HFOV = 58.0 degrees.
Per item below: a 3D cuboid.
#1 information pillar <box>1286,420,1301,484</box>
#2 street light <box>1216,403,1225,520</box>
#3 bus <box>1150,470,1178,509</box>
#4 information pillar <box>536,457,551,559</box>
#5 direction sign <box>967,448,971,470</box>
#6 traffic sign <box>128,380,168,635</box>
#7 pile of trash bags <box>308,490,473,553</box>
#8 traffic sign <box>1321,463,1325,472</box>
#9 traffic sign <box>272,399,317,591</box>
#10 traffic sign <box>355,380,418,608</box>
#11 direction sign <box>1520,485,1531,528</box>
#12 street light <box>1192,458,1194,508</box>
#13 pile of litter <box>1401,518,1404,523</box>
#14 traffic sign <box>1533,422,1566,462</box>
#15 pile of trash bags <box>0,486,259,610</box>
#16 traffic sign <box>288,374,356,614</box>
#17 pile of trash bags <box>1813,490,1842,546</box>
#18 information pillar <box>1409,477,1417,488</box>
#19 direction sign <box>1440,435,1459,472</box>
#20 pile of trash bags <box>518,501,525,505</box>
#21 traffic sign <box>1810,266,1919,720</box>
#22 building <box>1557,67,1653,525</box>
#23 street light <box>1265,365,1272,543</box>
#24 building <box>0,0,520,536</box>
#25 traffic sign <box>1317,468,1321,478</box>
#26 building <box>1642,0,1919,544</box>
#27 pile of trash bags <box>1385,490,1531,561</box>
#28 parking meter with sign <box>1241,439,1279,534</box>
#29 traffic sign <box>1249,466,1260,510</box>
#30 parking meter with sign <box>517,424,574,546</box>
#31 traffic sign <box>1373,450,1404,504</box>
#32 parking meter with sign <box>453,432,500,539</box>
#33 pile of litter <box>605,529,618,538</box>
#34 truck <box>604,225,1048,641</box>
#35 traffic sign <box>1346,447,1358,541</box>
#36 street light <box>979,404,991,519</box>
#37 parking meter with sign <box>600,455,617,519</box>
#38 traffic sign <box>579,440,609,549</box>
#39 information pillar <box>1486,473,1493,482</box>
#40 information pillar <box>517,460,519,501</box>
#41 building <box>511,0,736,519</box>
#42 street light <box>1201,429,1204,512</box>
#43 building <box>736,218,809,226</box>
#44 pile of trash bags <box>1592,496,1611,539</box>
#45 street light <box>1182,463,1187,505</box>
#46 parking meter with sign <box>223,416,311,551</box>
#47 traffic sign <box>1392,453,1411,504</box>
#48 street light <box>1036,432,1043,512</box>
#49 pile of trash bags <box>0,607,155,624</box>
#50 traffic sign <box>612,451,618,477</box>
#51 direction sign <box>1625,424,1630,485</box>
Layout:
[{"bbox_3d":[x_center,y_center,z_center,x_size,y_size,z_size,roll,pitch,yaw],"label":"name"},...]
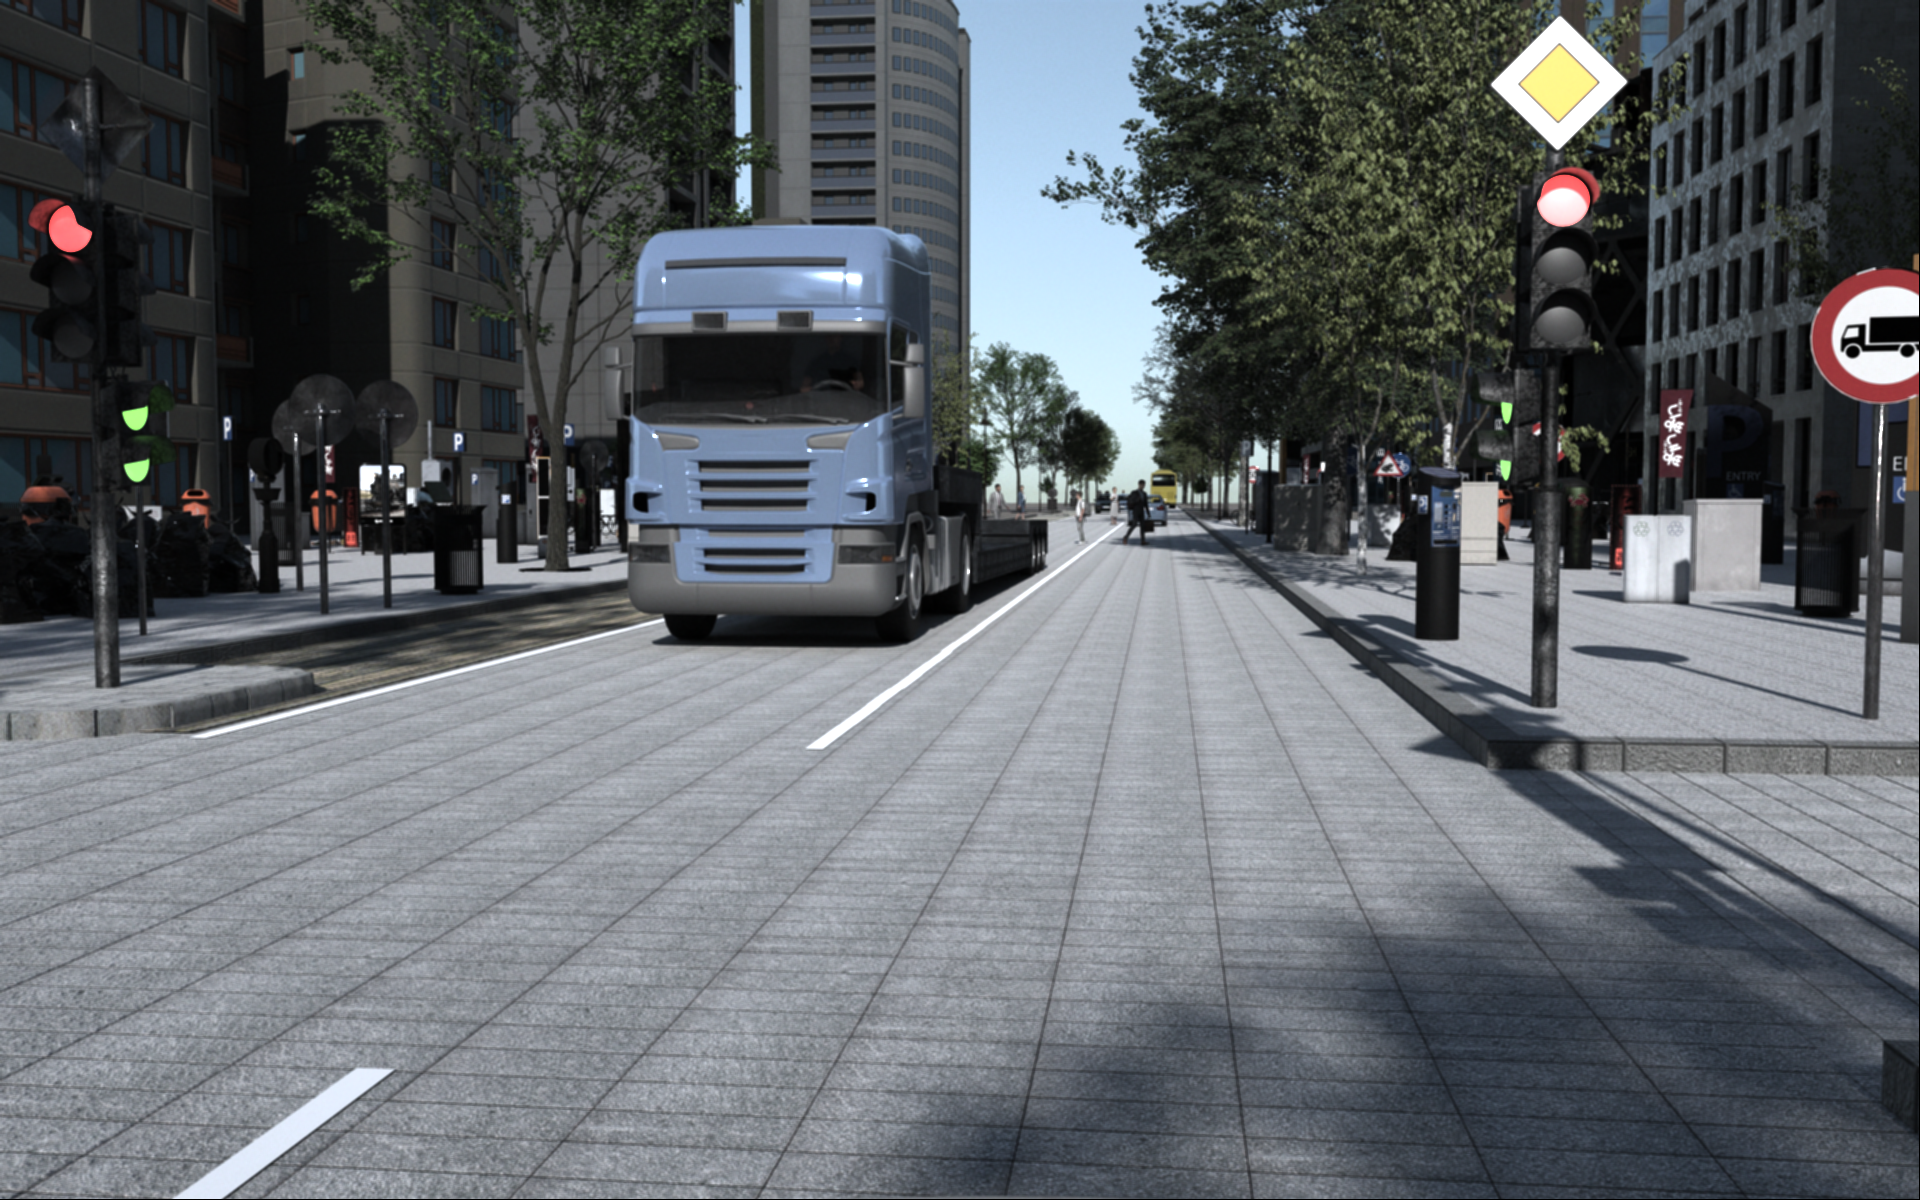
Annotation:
[{"bbox_3d":[10.335,-3.820,53.816,0.504,3.616,0.183,1,4,23],"label":"information pillar"},{"bbox_3d":[12.664,-6.823,84.350,0.468,5.910,1.993,0,4,7],"label":"street light"},{"bbox_3d":[20.582,-11.214,174.888,2.896,3.916,12.252,0,4,7],"label":"bus"},{"bbox_3d":[-8.217,-1.835,34.488,0.304,2.012,0.304,1,4,12],"label":"information pillar"},{"bbox_3d":[0.429,-5.758,86.139,0.379,3.537,0.876,-1,4,-10],"label":"direction sign"},{"bbox_3d":[-7.408,-0.827,15.649,0.606,2.300,0.079,1,4,16],"label":"traffic sign"},{"bbox_3d":[-12.732,-1.764,38.591,3.447,1.369,1.912,-3,5,-39],"label":"pile of trash bags"},{"bbox_3d":[11.911,-3.281,55.775,0.606,2.300,0.079,1,4,9],"label":"traffic sign"},{"bbox_3d":[-8.718,-1.388,22.801,0.768,2.556,0.104,1,4,12],"label":"traffic sign"},{"bbox_3d":[-6.437,-1.180,19.406,0.768,2.556,0.104,1,4,9],"label":"traffic sign"},{"bbox_3d":[21.311,-4.476,65.182,0.379,3.537,0.876,-2,4,-34],"label":"direction sign"},{"bbox_3d":[21.612,-11.487,160.606,0.468,5.910,1.993,0,4,7],"label":"street light"},{"bbox_3d":[18.062,-3.559,72.147,1.719,0.858,1.176,0,4,-3],"label":"pile of litter"},{"bbox_3d":[10.206,-1.841,30.203,0.768,2.556,0.104,1,4,14],"label":"traffic sign"},{"bbox_3d":[-10.326,-0.716,21.464,1.912,1.369,3.447,1,4,9],"label":"pile of trash bags"},{"bbox_3d":[-6.797,-1.122,18.449,0.768,2.556,0.104,0,4,7],"label":"traffic sign"},{"bbox_3d":[22.525,-1.970,41.962,3.447,1.369,1.912,3,5,40],"label":"pile of trash bags"},{"bbox_3d":[19.363,-4.256,74.075,0.304,2.012,0.304,0,4,1],"label":"information pillar"},{"bbox_3d":[18.721,-4.545,66.316,0.379,3.537,0.876,-2,4,-30],"label":"direction sign"},{"bbox_3d":[-18.421,-3.780,71.551,1.912,1.369,3.447,1,4,14],"label":"pile of trash bags"},{"bbox_3d":[5.196,-0.593,9.804,0.768,2.556,0.104,1,4,16],"label":"traffic sign"},{"bbox_3d":[33.912,-12.623,73.837,16.820,18.784,16.811,0,4,7],"label":"building"},{"bbox_3d":[8.129,-4.441,45.402,0.468,5.910,1.993,0,4,7],"label":"street light"},{"bbox_3d":[-30.963,-12.459,48.750,27.650,21.520,28.899,0,4,7],"label":"building"},{"bbox_3d":[16.889,-4.893,80.110,0.768,2.556,0.104,1,4,15],"label":"traffic sign"},{"bbox_3d":[28.360,-12.058,51.897,10.420,20.320,16.860,0,4,7],"label":"building"},{"bbox_3d":[9.937,-1.487,34.069,1.912,1.369,3.447,3,5,43],"label":"pile of trash bags"},{"bbox_3d":[9.855,-3.614,55.355,1.738,3.016,0.543,-2,4,-27],"label":"parking meter with sign"},{"bbox_3d":[13.379,-4.834,79.145,0.768,2.556,0.104,1,4,15],"label":"traffic sign"},{"bbox_3d":[-10.460,-2.877,43.292,1.738,3.016,0.543,2,4,31],"label":"parking meter with sign"},{"bbox_3d":[12.605,-3.121,51.026,0.884,2.594,0.081,1,4,15],"label":"traffic sign"},{"bbox_3d":[-13.576,-3.261,49.574,0.543,3.016,1.738,3,5,41],"label":"parking meter with sign"},{"bbox_3d":[-9.615,-2.258,50.876,1.719,0.858,1.176,-1,4,-15],"label":"pile of litter"},{"bbox_3d":[-0.724,-2.088,23.892,2.967,4.110,18.799,0,4,7],"label":"truck"},{"bbox_3d":[10.566,-2.870,47.027,0.768,2.556,0.104,1,4,15],"label":"traffic sign"},{"bbox_3d":[1.276,-7.041,87.906,0.468,5.910,1.993,0,4,7],"label":"street light"},{"bbox_3d":[-16.066,-5.029,78.493,0.543,3.016,1.738,-2,4,-30],"label":"parking meter with sign"},{"bbox_3d":[-8.566,-2.471,40.512,0.768,2.556,0.104,1,4,16],"label":"traffic sign"},{"bbox_3d":[18.609,-3.445,60.815,0.304,2.012,0.304,1,4,16],"label":"information pillar"},{"bbox_3d":[-19.245,-5.105,74.829,0.183,3.616,0.504,1,4,17],"label":"information pillar"},{"bbox_3d":[-21.745,-40.349,97.960,20.563,71.187,20.611,0,4,7],"label":"building"},{"bbox_3d":[17.063,-9.105,121.659,0.468,5.910,1.993,0,4,7],"label":"street light"},{"bbox_3d":[-22.050,-17.092,124.489,27.650,21.520,28.899,0,4,7],"label":"building"},{"bbox_3d":[17.698,-2.397,48.944,1.912,1.369,3.447,-1,4,-22],"label":"pile of trash bags"},{"bbox_3d":[31.216,-16.502,242.591,0.468,5.910,1.993,0,4,7],"label":"street light"},{"bbox_3d":[-15.681,-2.630,39.255,1.738,3.016,0.543,-3,5,-42],"label":"parking meter with sign"},{"bbox_3d":[13.669,-3.297,54.020,0.768,2.556,0.104,1,4,10],"label":"traffic sign"},{"bbox_3d":[5.868,-9.423,126.848,0.468,5.910,1.993,0,4,7],"label":"street light"},{"bbox_3d":[-10.143,-0.473,17.481,1.912,1.369,3.447,3,5,45],"label":"pile of trash bags"},{"bbox_3d":[-7.996,-2.396,41.298,0.606,2.300,0.079,1,4,9],"label":"traffic sign"},{"bbox_3d":[21.817,-3.955,56.664,0.379,3.537,0.876,2,4,25],"label":"direction sign"}]
